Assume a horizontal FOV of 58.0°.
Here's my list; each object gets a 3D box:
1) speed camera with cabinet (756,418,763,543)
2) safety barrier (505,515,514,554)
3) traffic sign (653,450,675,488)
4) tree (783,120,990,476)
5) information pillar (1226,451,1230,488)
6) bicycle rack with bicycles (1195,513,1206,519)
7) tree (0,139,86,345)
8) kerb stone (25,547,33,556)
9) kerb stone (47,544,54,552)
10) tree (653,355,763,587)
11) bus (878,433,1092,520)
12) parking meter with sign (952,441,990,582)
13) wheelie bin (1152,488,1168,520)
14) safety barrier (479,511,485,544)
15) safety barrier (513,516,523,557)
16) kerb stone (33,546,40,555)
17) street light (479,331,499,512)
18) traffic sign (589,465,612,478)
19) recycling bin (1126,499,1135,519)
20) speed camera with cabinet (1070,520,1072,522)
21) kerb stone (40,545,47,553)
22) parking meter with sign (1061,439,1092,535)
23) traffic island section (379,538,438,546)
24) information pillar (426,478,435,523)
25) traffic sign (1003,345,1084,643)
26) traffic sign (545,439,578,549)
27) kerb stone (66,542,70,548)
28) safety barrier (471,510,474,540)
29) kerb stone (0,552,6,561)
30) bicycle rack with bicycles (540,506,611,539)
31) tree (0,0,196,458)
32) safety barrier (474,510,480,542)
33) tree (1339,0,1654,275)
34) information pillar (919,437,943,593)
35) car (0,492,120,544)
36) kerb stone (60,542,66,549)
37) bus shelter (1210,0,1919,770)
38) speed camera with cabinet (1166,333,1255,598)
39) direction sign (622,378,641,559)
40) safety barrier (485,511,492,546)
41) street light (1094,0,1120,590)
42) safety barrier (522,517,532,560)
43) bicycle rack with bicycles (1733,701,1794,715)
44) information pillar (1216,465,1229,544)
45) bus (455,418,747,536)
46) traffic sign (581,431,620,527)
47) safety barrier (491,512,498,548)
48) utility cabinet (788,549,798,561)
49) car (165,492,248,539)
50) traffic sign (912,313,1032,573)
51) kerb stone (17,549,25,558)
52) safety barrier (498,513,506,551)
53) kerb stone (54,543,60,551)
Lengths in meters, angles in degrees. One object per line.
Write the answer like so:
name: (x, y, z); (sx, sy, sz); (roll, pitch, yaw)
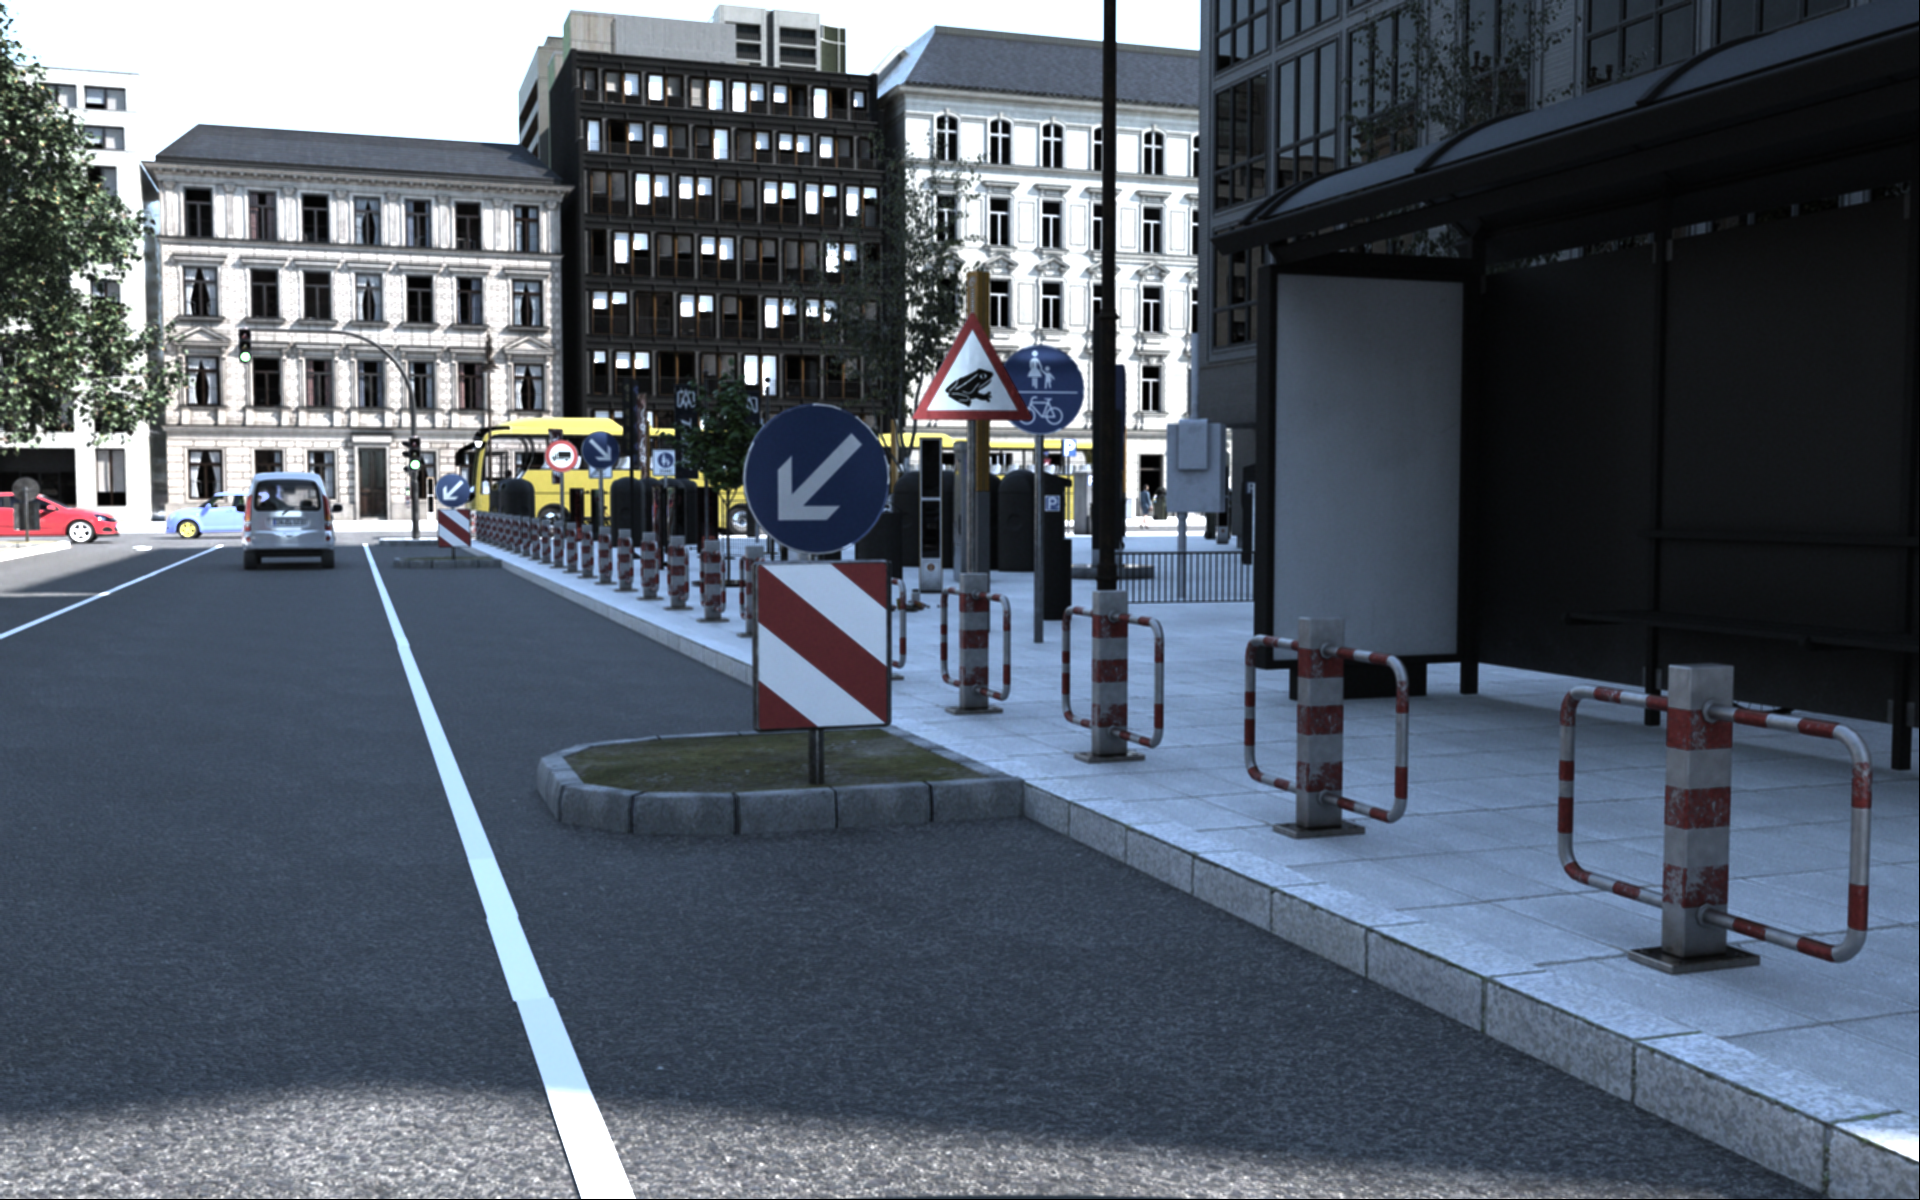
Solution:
speed camera with cabinet: (-4.481, -3.121, 45.371); (2.038, 3.252, 0.660); (1, 4, 16)
safety barrier: (-9.534, -1.408, 37.299); (0.300, 0.817, 1.120); (-1, 4, -19)
traffic sign: (-6.763, -2.306, 39.829); (0.606, 2.300, 0.079); (-1, 4, -17)
tree: (-1.196, -5.141, 34.420); (4.360, 8.622, 3.978); (0, 3, 0)
information pillar: (12.878, -5.678, 84.187); (0.504, 3.616, 0.183); (3, 4, 37)
bicycle rack with bicycles: (13.497, -4.529, 87.430); (2.852, 0.926, 2.925); (-1, 4, -17)
tree: (-19.609, -5.688, 29.870); (8.767, 10.594, 7.601); (-1, 4, -19)
kerb stone: (-21.663, -1.093, 40.060); (0.120, 0.150, 1.000); (-1, 4, -19)
kerb stone: (-22.690, -1.268, 42.970); (0.120, 0.150, 1.000); (-1, 4, -19)
tree: (-3.146, -1.810, 24.200); (1.663, 3.219, 1.824); (0, 3, 0)
bus: (0.445, -4.899, 71.639); (12.252, 3.916, 2.896); (-1, 4, -21)
parking meter with sign: (0.190, -1.773, 25.245); (0.543, 3.016, 1.738); (-1, 4, -10)
wheelie bin: (9.846, -4.696, 84.694); (0.693, 1.594, 0.980); (3, 4, 37)
safety barrier: (-12.094, -1.850, 44.530); (0.300, 0.817, 1.120); (-1, 4, -19)
safety barrier: (-8.886, -1.297, 35.481); (0.300, 0.817, 1.120); (-1, 4, -19)
kerb stone: (-22.021, -1.151, 41.032); (0.120, 0.150, 1.000); (-1, 4, -19)
street light: (-13.367, -4.676, 49.244); (0.468, 5.910, 1.993); (-1, 4, -19)
traffic sign: (-9.502, -2.672, 45.820); (0.606, 2.300, 0.079); (-1, 4, -14)
recycling bin: (8.601, -4.682, 89.100); (0.722, 1.027, 0.722); (1, 4, 12)
speed camera with cabinet: (4.463, -5.194, 79.259); (2.038, 3.252, 0.660); (-2, 4, -29)
kerb stone: (-22.353, -1.211, 42.002); (0.120, 0.150, 1.000); (-1, 4, -19)
parking meter with sign: (3.913, -3.556, 54.395); (0.543, 3.016, 1.738); (-2, 4, -34)
traffic island section: (-15.384, -1.636, 49.028); (2.009, 0.180, 2.903); (-1, 4, -19)
information pillar: (-23.717, -4.470, 77.570); (0.304, 2.012, 0.304); (-1, 4, -22)
traffic sign: (0.679, -0.904, 14.884); (0.768, 2.556, 0.104); (-1, 4, -10)
traffic sign: (-9.290, -2.466, 40.431); (0.768, 2.556, 0.104); (-1, 4, -12)
kerb stone: (-23.726, -1.445, 45.876); (0.120, 0.150, 1.000); (-1, 4, -19)
safety barrier: (-13.381, -2.073, 48.162); (0.300, 0.817, 1.120); (-1, 4, -19)
kerb stone: (-20.978, -0.975, 38.130); (0.120, 0.150, 1.000); (-1, 4, -19)
bicycle rack with bicycles: (-10.624, -2.201, 49.368); (2.925, 0.926, 2.852); (0, 4, -3)
tree: (-22.240, -7.256, 38.094); (9.611, 12.733, 9.660); (0, 3, 0)
safety barrier: (-12.741, -1.962, 46.352); (0.300, 0.817, 1.120); (-1, 4, -19)
tree: (6.786, -4.430, 22.792); (4.360, 8.622, 3.978); (0, 3, 0)
information pillar: (-0.378, -1.100, 22.475); (0.304, 2.012, 0.304); (0, 4, -1)
car: (-26.981, -2.532, 50.442); (4.494, 1.783, 2.155); (-1, 4, -21)
kerb stone: (-23.385, -1.386, 44.898); (0.120, 0.150, 1.000); (-1, 4, -19)
bus shelter: (3.420, -0.891, 8.494); (2.014, 3.302, 5.546); (-1, 4, -19)
speed camera with cabinet: (3.600, -1.651, 21.334); (2.038, 3.252, 0.660); (1, 4, 16)
direction sign: (-6.483, -2.581, 34.189); (0.379, 3.537, 0.876); (1, 4, 8)
safety barrier: (-11.458, -1.740, 42.722); (0.300, 0.817, 1.120); (-1, 4, -19)
street light: (0.801, -2.234, 9.315); (0.468, 5.910, 1.993); (-1, 4, -19)
safety barrier: (-8.246, -1.186, 33.674); (0.300, 0.817, 1.120); (-1, 4, -19)
bicycle rack with bicycles: (6.072, 0.184, 10.378); (2.925, 0.926, 2.852); (2, 4, 24)
information pillar: (6.756, -2.452, 44.579); (0.304, 2.012, 0.304); (0, 4, 1)
bus: (-10.229, -4.014, 57.174); (12.252, 3.916, 2.896); (-1, 4, -18)
traffic sign: (-7.311, -2.151, 35.271); (0.768, 2.556, 0.104); (-1, 4, -17)
safety barrier: (-10.812, -1.629, 40.914); (0.300, 0.817, 1.120); (-1, 4, -19)
utility cabinet: (-2.683, -1.107, 29.264); (0.306, 1.237, 1.020); (-1, 4, -16)
car: (-23.910, -2.868, 56.490); (3.694, 1.707, 1.945); (-1, 4, -18)
traffic sign: (0.082, -0.766, 12.521); (0.884, 2.594, 0.081); (-1, 4, -12)
kerb stone: (-21.317, -1.027, 39.097); (0.120, 0.150, 1.000); (-1, 4, -19)
safety barrier: (-10.175, -1.519, 39.106); (0.300, 0.817, 1.120); (-1, 4, -19)
kerb stone: (-23.035, -1.327, 43.935); (0.120, 0.150, 1.000); (-1, 4, -19)
